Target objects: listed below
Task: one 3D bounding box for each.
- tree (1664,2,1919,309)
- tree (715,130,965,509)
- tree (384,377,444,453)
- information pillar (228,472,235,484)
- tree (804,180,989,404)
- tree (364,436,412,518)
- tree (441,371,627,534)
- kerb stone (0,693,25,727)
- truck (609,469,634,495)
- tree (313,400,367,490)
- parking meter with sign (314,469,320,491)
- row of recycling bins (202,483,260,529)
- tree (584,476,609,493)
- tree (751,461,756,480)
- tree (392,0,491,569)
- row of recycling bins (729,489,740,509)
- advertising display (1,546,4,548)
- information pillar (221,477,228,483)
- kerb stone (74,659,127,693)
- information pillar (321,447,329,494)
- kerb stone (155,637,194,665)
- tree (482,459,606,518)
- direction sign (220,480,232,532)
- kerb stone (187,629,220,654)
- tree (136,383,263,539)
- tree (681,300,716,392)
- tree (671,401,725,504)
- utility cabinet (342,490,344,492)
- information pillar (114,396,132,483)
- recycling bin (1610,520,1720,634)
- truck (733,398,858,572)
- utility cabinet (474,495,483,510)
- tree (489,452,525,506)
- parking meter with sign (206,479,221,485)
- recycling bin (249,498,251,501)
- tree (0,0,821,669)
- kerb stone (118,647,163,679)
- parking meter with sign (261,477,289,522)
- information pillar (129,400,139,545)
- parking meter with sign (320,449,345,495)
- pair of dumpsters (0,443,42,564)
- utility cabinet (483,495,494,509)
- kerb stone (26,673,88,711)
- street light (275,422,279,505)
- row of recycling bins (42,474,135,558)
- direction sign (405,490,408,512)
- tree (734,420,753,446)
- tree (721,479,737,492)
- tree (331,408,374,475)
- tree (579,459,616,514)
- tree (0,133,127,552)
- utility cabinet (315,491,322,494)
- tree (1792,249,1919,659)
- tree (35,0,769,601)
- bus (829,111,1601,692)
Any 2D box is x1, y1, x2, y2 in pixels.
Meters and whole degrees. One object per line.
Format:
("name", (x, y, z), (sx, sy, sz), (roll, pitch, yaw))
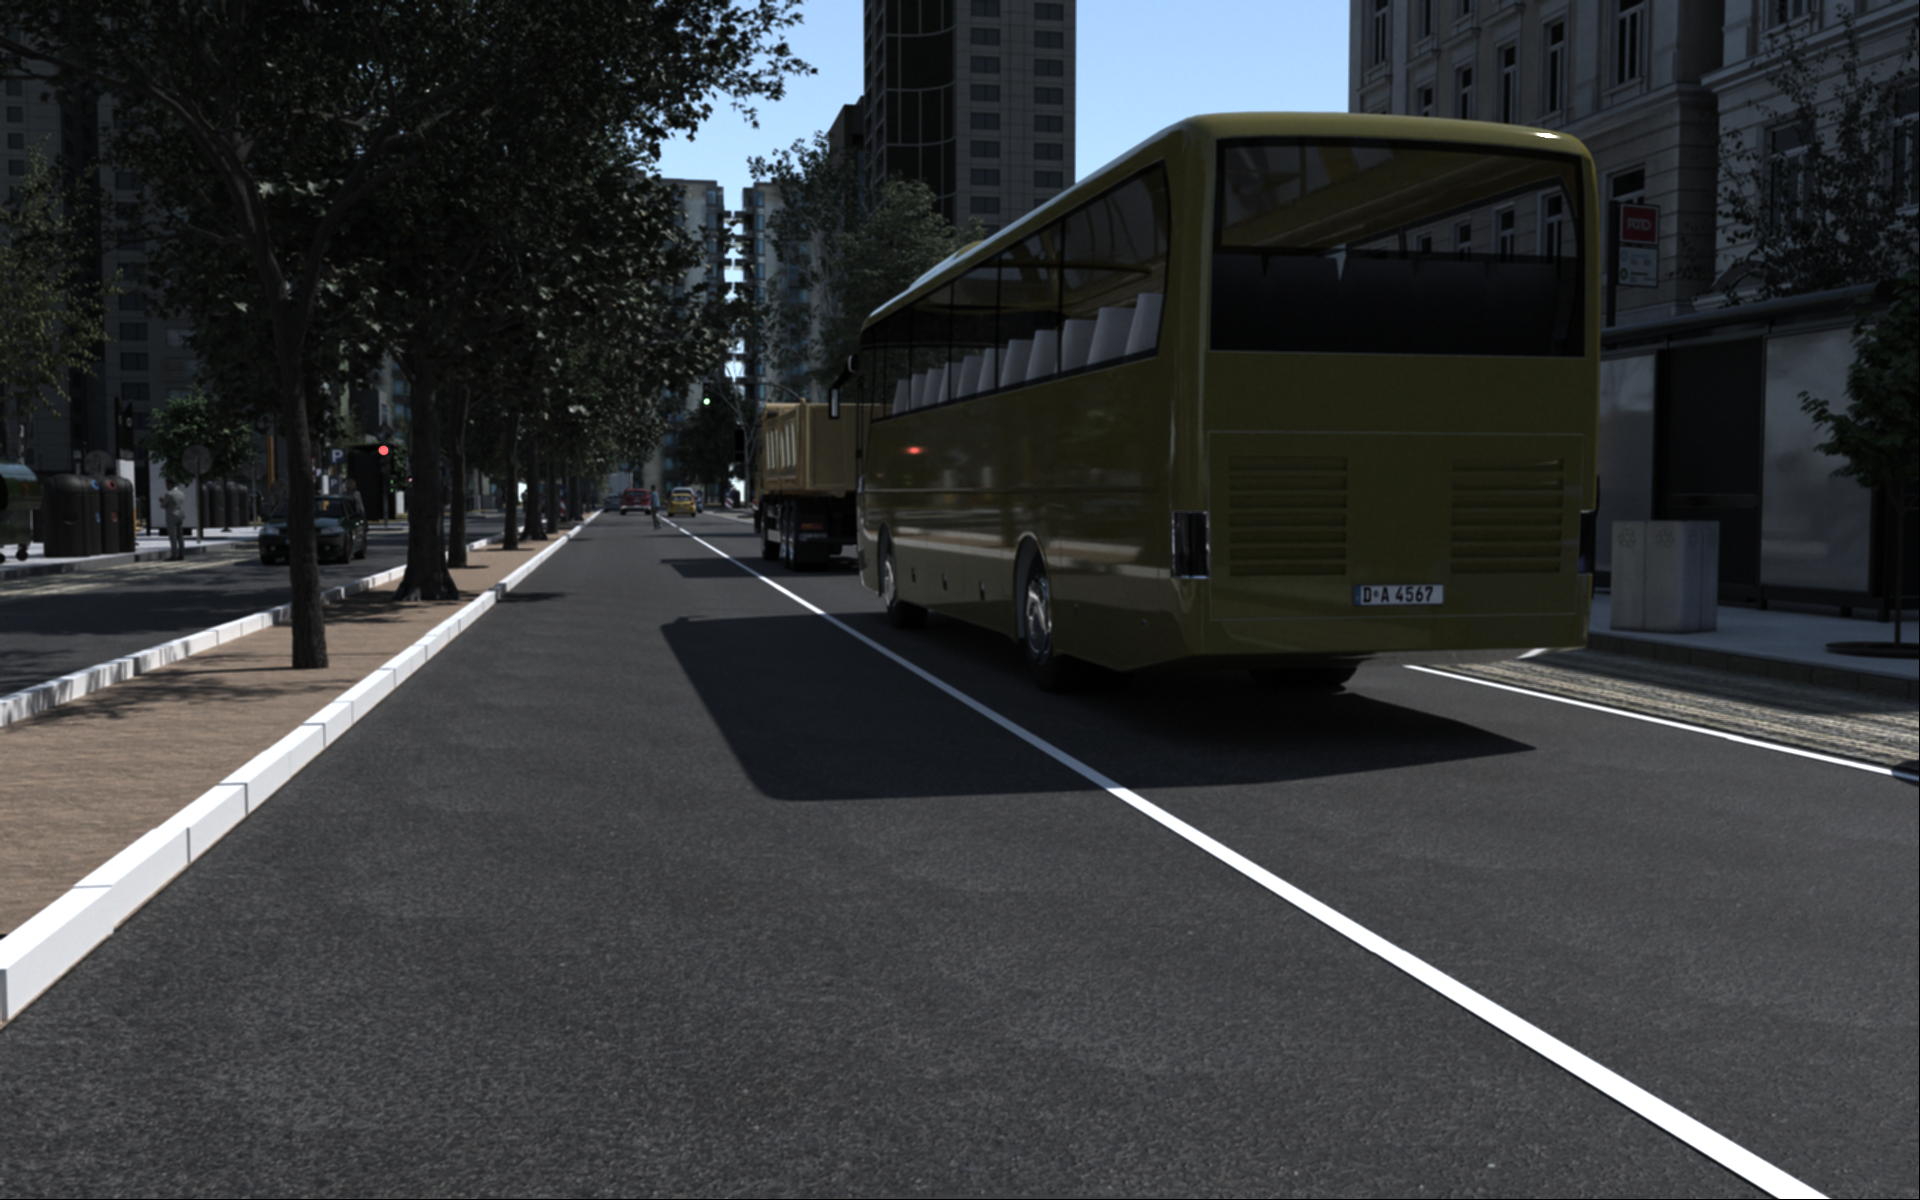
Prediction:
("tree", (12.830, -4.585, 25.331), (4.360, 8.622, 3.978), (0, 3, 0))
("tree", (-5.666, -14.242, 88.738), (12.611, 20.169, 13.585), (0, 3, 0))
("tree", (-32.426, -9.422, 104.413), (4.737, 8.622, 4.395), (0, 3, 0))
("information pillar", (-50.223, -7.830, 119.370), (0.504, 3.616, 0.183), (0, 4, 2))
("tree", (-1.843, -8.900, 63.648), (7.486, 12.596, 7.792), (0, 3, 0))
("tree", (-30.747, -6.687, 93.050), (4.285, 4.588, 4.351), (0, 3, 0))
("tree", (-14.924, -8.688, 62.627), (7.486, 12.596, 7.792), (0, 3, 0))
("kerb stone", (-5.966, 0.702, 10.773), (0.120, 0.150, 1.000), (-1, 4, -11))
("truck", (-39.457, -13.011, 201.647), (2.839, 4.237, 11.283), (-1, 4, -9))
("tree", (-47.281, -11.141, 132.518), (4.737, 8.622, 4.395), (0, 3, 0))
("parking meter with sign", (-44.688, -7.548, 119.669), (1.738, 3.016, 0.543), (3, 5, 41))
("row of recycling bins", (-28.173, -3.591, 65.818), (1.069, 1.692, 3.534), (1, 4, 9))
("tree", (-29.660, -11.327, 138.015), (4.737, 8.622, 4.395), (0, 3, 0))
("tree", (-12.537, -8.159, 117.119), (4.285, 4.588, 4.351), (0, 3, 0))
("tree", (-9.537, -6.400, 32.861), (9.928, 11.665, 9.643), (0, 3, 0))
("row of recycling bins", (-19.695, -8.831, 151.504), (1.069, 1.692, 3.534), (-1, 4, -10))
("advertising display", (-23.173, -2.196, 41.116), (0.974, 1.923, 0.123), (0, 4, 3))
("information pillar", (-47.415, -7.333, 111.248), (0.183, 3.616, 0.504), (-2, 4, -35))
("kerb stone", (-6.369, 0.576, 12.780), (0.120, 0.150, 1.000), (-1, 4, -11))
("information pillar", (-27.945, -5.190, 76.218), (0.183, 3.616, 0.504), (0, 4, 8))
("kerb stone", (-6.756, 0.452, 14.799), (0.120, 0.150, 1.000), (-1, 4, -11))
("tree", (-23.003, -11.791, 101.898), (9.857, 13.997, 8.962), (0, 3, 0))
("direction sign", (-24.905, -4.079, 58.696), (0.876, 3.537, 0.379), (1, 4, 23))
("kerb stone", (-6.958, 0.398, 15.806), (0.120, 0.150, 1.000), (-1, 4, -11))
("tree", (-21.933, -4.037, 49.727), (4.285, 4.588, 4.351), (0, 3, 0))
("tree", (-17.884, -17.886, 148.322), (12.611, 20.169, 13.585), (0, 3, 0))
("tree", (-33.338, -19.562, 226.500), (9.857, 13.997, 8.962), (0, 3, 0))
("utility cabinet", (-28.227, -4.271, 78.513), (0.318, 1.500, 1.173), (0, 4, -2))
("information pillar", (-20.214, -3.080, 41.711), (0.183, 3.616, 0.504), (-1, 4, -12))
("recycling bin", (6.624, -0.228, 16.287), (0.722, 1.027, 0.722), (-3, 5, -40))
("truck", (-2.650, -2.436, 35.749), (3.469, 3.379, 9.791), (-1, 4, -12))
("utility cabinet", (-39.179, -7.848, 139.479), (1.020, 1.237, 0.306), (0, 4, 8))
("tree", (-47.188, -14.068, 180.370), (4.737, 8.622, 4.395), (0, 3, 0))
("parking meter with sign", (-33.768, -5.018, 78.301), (0.543, 3.016, 1.738), (0, 4, 0))
("recycling bin", (-47.723, -6.408, 117.332), (0.722, 1.027, 0.722), (-2, 4, -29))
("tree", (-5.372, -4.731, 14.228), (8.767, 10.594, 7.601), (-1, 4, -11))
("kerb stone", (-6.561, 0.516, 13.788), (0.120, 0.150, 1.000), (-1, 4, -11))
("parking meter with sign", (-31.031, -5.067, 79.108), (1.738, 3.016, 0.543), (0, 4, -4))
("information pillar", (-20.685, -3.160, 43.020), (0.183, 3.616, 0.504), (1, 4, 9))
("parking meter with sign", (-23.852, -4.270, 66.069), (0.543, 3.016, 1.738), (-1, 4, -11))
("pair of dumpsters", (-17.950, -1.744, 31.006), (1.574, 2.255, 4.437), (-1, 4, -11))
("utility cabinet", (-40.188, -8.339, 147.511), (1.020, 1.237, 0.306), (2, 4, 28))
("kerb stone", (-6.165, 0.637, 11.775), (0.120, 0.150, 1.000), (-1, 4, -11))
("street light", (-22.377, -5.130, 56.670), (0.468, 5.910, 1.993), (-1, 4, -11))
("row of recycling bins", (-18.394, -1.800, 36.538), (1.069, 1.692, 3.534), (0, 4, -7))
("direction sign", (-38.861, -7.913, 121.382), (0.876, 3.537, 0.379), (2, 4, 34))
("tree", (-26.095, -16.141, 189.662), (9.928, 11.665, 9.643), (0, 3, 0))
("tree", (-23.676, -11.198, 177.682), (1.663, 3.219, 1.824), (0, 3, 0))
("tree", (-50.602, -11.886, 144.702), (4.360, 8.622, 3.978), (0, 3, 0))
("tree", (-26.607, -12.750, 121.296), (12.009, 13.543, 11.850), (0, 3, 0))
("tree", (-19.534, -5.230, 35.879), (4.737, 8.622, 4.395), (0, 3, 0))
("utility cabinet", (-42.791, -6.551, 115.779), (1.173, 1.500, 0.318), (0, 4, 0))
("tree", (7.414, -1.175, 13.817), (1.663, 3.219, 1.824), (0, 3, 0))
("tree", (-7.249, -6.347, 23.237), (9.611, 12.733, 9.660), (0, 3, 0))
("bus", (1.114, -1.465, 15.498), (2.896, 3.916, 12.252), (-1, 4, -12))
